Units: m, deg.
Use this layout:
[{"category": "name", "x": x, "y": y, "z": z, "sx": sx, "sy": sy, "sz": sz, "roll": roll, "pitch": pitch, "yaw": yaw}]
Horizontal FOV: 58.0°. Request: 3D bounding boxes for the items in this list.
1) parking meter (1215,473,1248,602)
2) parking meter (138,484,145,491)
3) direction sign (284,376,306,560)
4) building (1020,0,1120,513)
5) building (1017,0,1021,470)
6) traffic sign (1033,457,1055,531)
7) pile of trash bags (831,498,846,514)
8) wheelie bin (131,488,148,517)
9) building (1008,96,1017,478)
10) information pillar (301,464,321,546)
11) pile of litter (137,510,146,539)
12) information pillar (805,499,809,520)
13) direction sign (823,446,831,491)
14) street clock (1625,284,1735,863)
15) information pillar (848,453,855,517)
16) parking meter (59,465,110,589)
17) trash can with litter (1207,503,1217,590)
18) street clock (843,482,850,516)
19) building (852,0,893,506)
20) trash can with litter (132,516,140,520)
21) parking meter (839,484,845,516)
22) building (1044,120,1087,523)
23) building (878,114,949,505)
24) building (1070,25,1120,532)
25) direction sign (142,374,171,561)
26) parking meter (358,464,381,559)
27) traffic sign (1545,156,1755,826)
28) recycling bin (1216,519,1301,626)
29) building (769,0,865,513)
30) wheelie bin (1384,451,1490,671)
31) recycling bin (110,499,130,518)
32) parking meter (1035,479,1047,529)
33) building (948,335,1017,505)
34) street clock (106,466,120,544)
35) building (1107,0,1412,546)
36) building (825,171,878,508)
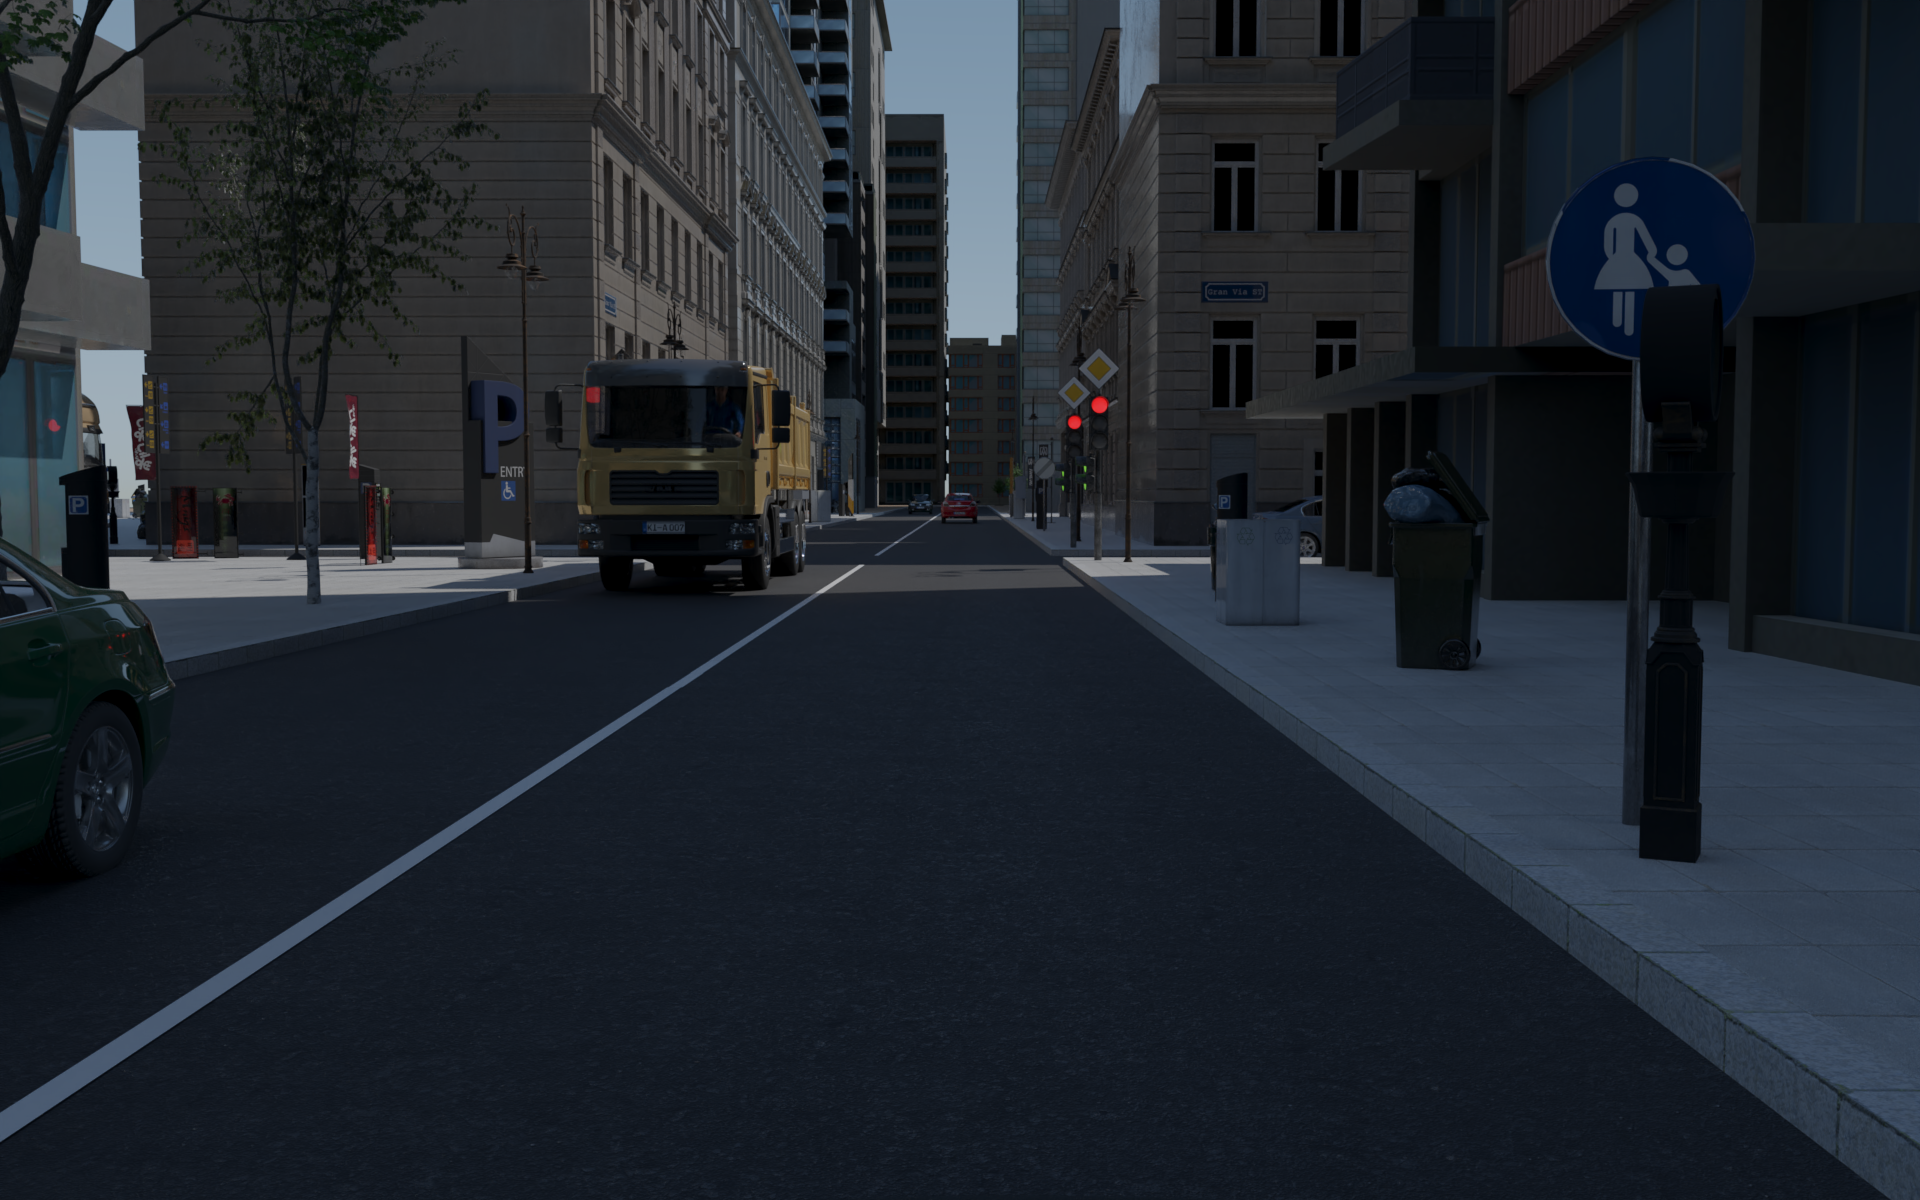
[{"category": "parking meter", "x": 3.230, "y": -0.746, "z": 20.611, "sx": 0.372, "sy": 1.533, "sz": 0.369, "roll": 0, "pitch": 3, "yaw": 0}, {"category": "parking meter", "x": -47.174, "y": -5.754, "z": 99.791, "sx": 0.399, "sy": 1.863, "sz": 0.255, "roll": -1, "pitch": 4, "yaw": -21}, {"category": "direction sign", "x": -12.938, "y": -2.550, "z": 33.686, "sx": 0.379, "sy": 3.537, "sz": 0.876, "roll": -3, "pitch": 5, "yaw": -40}, {"category": "building", "x": 11.340, "y": -26.994, "z": 124.945, "sx": 14.154, "sy": 41.232, "sz": 14.086, "roll": 0, "pitch": 4, "yaw": 0}, {"category": "building", "x": 15.312, "y": -36.912, "z": 145.503, "sx": 21.231, "sy": 58.520, "sz": 28.212, "roll": 0, "pitch": 4, "yaw": 0}, {"category": "traffic sign", "x": 2.920, "y": -3.657, "z": 59.900, "sx": 0.768, "sy": 2.556, "sz": 0.104, "roll": 0, "pitch": 4, "yaw": 4}, {"category": "pile of trash bags", "x": -9.021, "y": -6.434, "z": 114.950, "sx": 3.447, "sy": 1.369, "sz": 1.912, "roll": 3, "pitch": 5, "yaw": 41}, {"category": "wheelie bin", "x": -44.941, "y": -5.324, "z": 94.956, "sx": 0.693, "sy": 1.594, "sz": 0.980, "roll": 0, "pitch": 4, "yaw": 7}, {"category": "building", "x": 16.980, "y": -34.016, "z": 175.768, "sx": 23.786, "sy": 49.044, "sz": 30.456, "roll": 0, "pitch": 4, "yaw": 0}, {"category": "information pillar", "x": -15.937, "y": -2.326, "z": 42.529, "sx": 0.304, "sy": 2.012, "sz": 0.304, "roll": 3, "pitch": 5, "yaw": 40}, {"category": "pile of litter", "x": -23.028, "y": -2.186, "z": 49.707, "sx": 1.176, "sy": 0.858, "sz": 1.719, "roll": 0, "pitch": 4, "yaw": -3}, {"category": "information pillar", "x": -7.712, "y": -5.039, "z": 86.883, "sx": 0.304, "sy": 2.012, "sz": 0.304, "roll": 2, "pitch": 4, "yaw": 32}, {"category": "direction sign", "x": -6.350, "y": -5.537, "z": 82.525, "sx": 0.379, "sy": 3.537, "sz": 0.876, "roll": 1, "pitch": 4, "yaw": 20}, {"category": "street clock", "x": 2.516, "y": -0.092, "z": 6.076, "sx": 0.358, "sy": 2.002, "sz": 0.471, "roll": 2, "pitch": 4, "yaw": 28}, {"category": "information pillar", "x": -6.211, "y": -6.564, "z": 98.673, "sx": 0.183, "sy": 3.616, "sz": 0.504, "roll": -2, "pitch": 4, "yaw": -32}, {"category": "parking meter", "x": -7.596, "y": -0.405, "z": 15.038, "sx": 0.372, "sy": 1.533, "sz": 0.369, "roll": 0, "pitch": 3, "yaw": 0}, {"category": "trash can with litter", "x": 3.808, "y": -0.706, "z": 22.935, "sx": 1.055, "sy": 1.170, "sz": 0.624, "roll": 1, "pitch": 4, "yaw": 21}, {"category": "street clock", "x": -6.508, "y": -5.852, "z": 100.247, "sx": 0.471, "sy": 2.002, "sz": 0.358, "roll": -2, "pitch": 4, "yaw": -34}, {"category": "building", "x": -21.221, "y": -35.932, "z": 176.726, "sx": 27.495, "sy": 52.752, "sz": 28.713, "roll": 0, "pitch": 4, "yaw": 0}, {"category": "trash can with litter", "x": -43.041, "y": -4.938, "z": 91.786, "sx": 2.233, "sy": 1.210, "sz": 1.678, "roll": -3, "pitch": 5, "yaw": -45}, {"category": "parking meter", "x": -6.804, "y": -5.750, "z": 99.724, "sx": 0.255, "sy": 1.863, "sz": 0.399, "roll": 1, "pitch": 4, "yaw": 20}, {"category": "building", "x": 10.023, "y": -15.021, "z": 96.507, "sx": 10.553, "sy": 20.767, "sz": 40.483, "roll": 0, "pitch": 4, "yaw": 0}, {"category": "building", "x": -12.275, "y": -35.947, "z": 211.438, "sx": 21.600, "sy": 48.544, "sz": 21.300, "roll": 0, "pitch": 4, "yaw": 0}, {"category": "building", "x": 9.986, "y": -12.300, "z": 65.732, "sx": 10.561, "sy": 19.102, "sz": 19.286, "roll": 0, "pitch": 4, "yaw": 0}, {"category": "direction sign", "x": -15.385, "y": -2.521, "z": 33.210, "sx": 0.379, "sy": 3.537, "sz": 0.876, "roll": 0, "pitch": 4, "yaw": 4}, {"category": "parking meter", "x": -11.649, "y": -1.743, "z": 34.211, "sx": 0.399, "sy": 1.863, "sz": 0.255, "roll": 0, "pitch": 4, "yaw": 6}, {"category": "traffic sign", "x": 2.618, "y": -0.401, "z": 6.659, "sx": 0.768, "sy": 2.556, "sz": 0.104, "roll": 0, "pitch": 4, "yaw": 5}, {"category": "recycling bin", "x": 2.953, "y": -0.283, "z": 17.187, "sx": 0.722, "sy": 1.027, "sz": 0.722, "roll": 0, "pitch": 4, "yaw": 0}, {"category": "building", "x": -18.149, "y": -50.011, "z": 130.346, "sx": 22.319, "sy": 86.520, "sz": 31.000, "roll": 0, "pitch": 4, "yaw": 0}, {"category": "wheelie bin", "x": 3.528, "y": -0.302, "z": 12.849, "sx": 0.693, "sy": 1.594, "sz": 0.980, "roll": 2, "pitch": 4, "yaw": 24}, {"category": "recycling bin", "x": -45.026, "y": -4.910, "z": 92.825, "sx": 0.722, "sy": 1.027, "sz": 0.722, "roll": 0, "pitch": 4, "yaw": 7}, {"category": "parking meter", "x": 2.962, "y": -3.516, "z": 63.199, "sx": 0.399, "sy": 1.863, "sz": 0.255, "roll": 1, "pitch": 4, "yaw": 15}, {"category": "building", "x": 13.178, "y": -22.627, "z": 214.994, "sx": 28.899, "sy": 21.520, "sz": 27.650, "roll": 0, "pitch": 4, "yaw": 0}, {"category": "street clock", "x": -21.749, "y": -2.440, "z": 44.462, "sx": 0.358, "sy": 2.002, "sz": 0.471, "roll": -2, "pitch": 4, "yaw": -32}, {"category": "building", "x": 16.933, "y": -15.303, "z": 47.468, "sx": 25.104, "sy": 27.353, "sz": 12.463, "roll": 0, "pitch": 4, "yaw": 0}, {"category": "building", "x": -14.782, "y": -23.416, "z": 154.549, "sx": 14.160, "sy": 30.474, "sz": 14.107, "roll": 0, "pitch": 4, "yaw": 0}]
